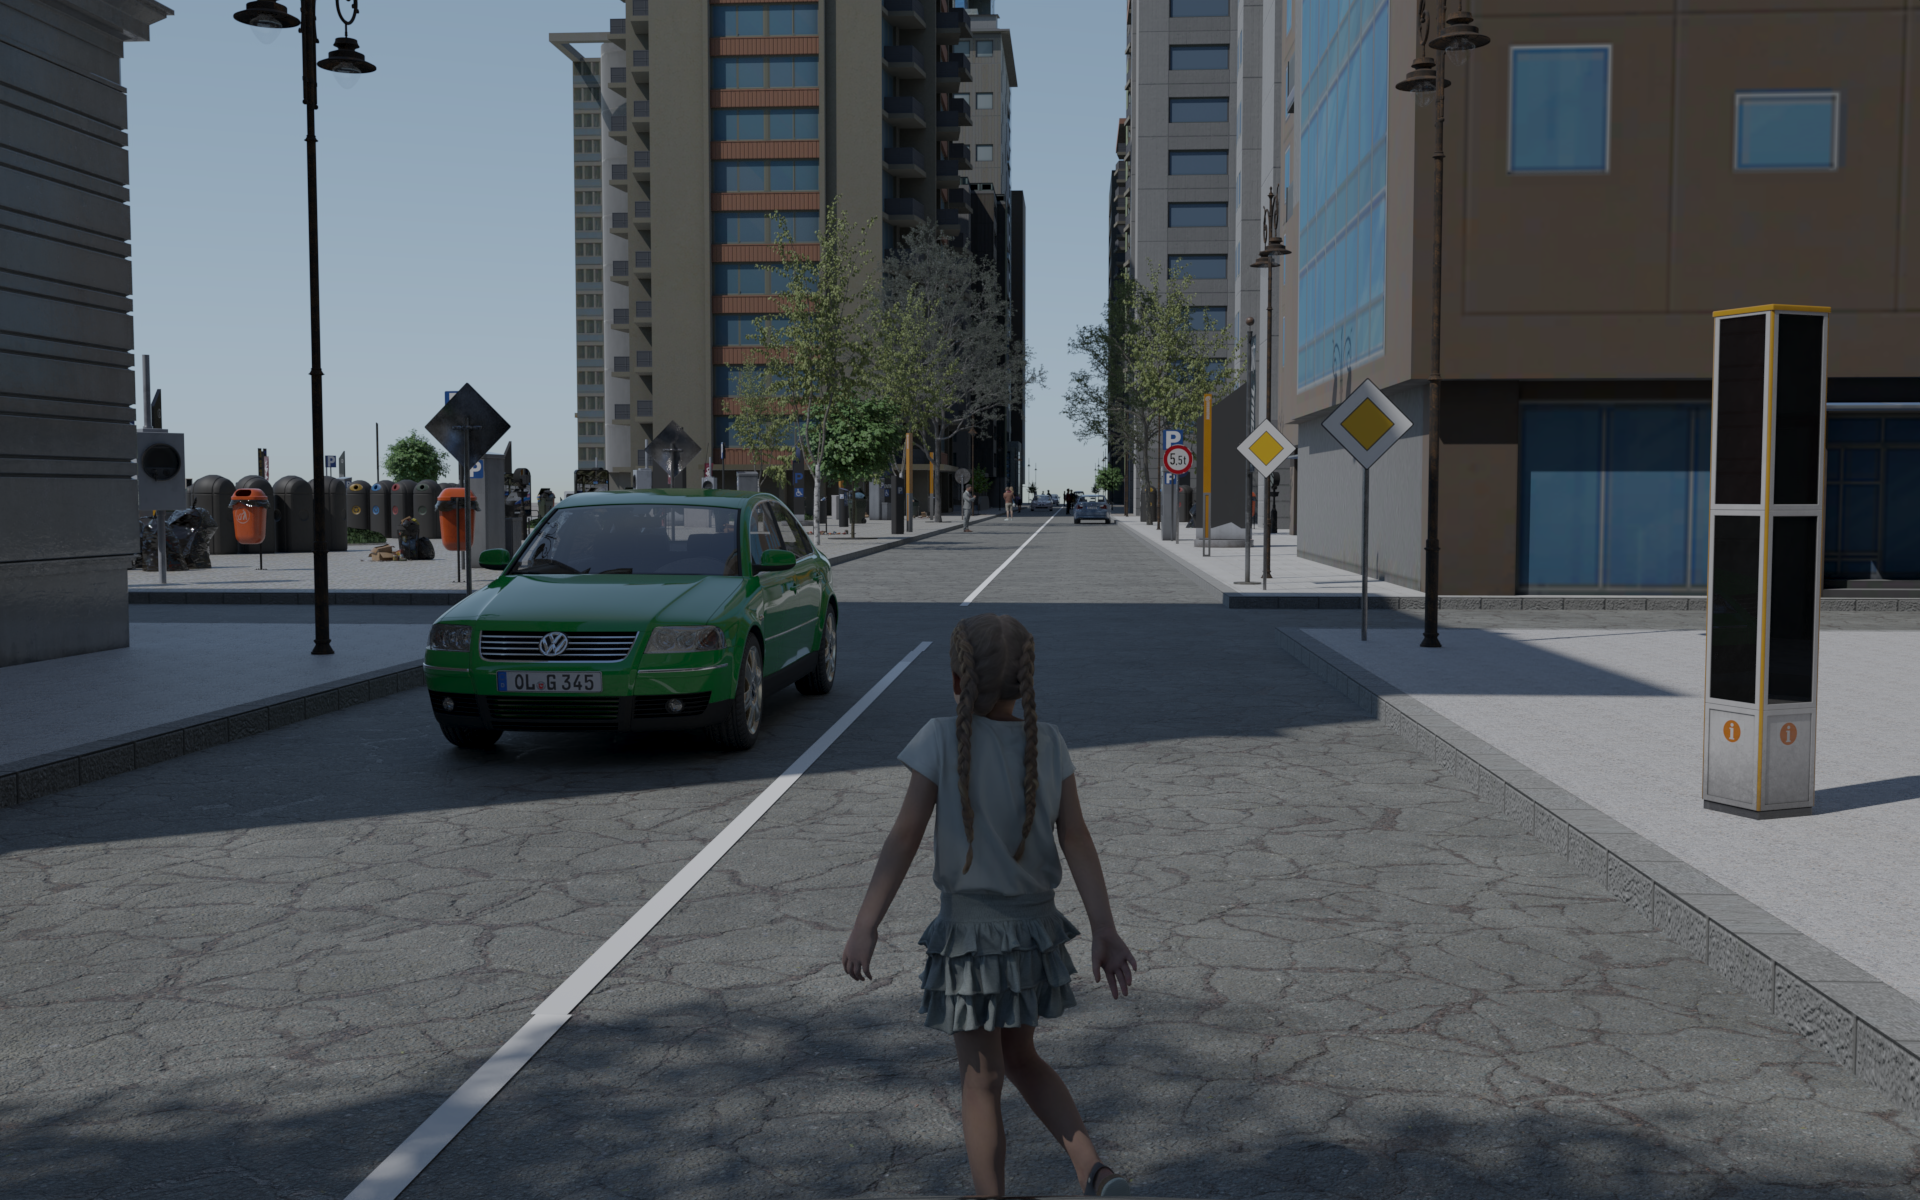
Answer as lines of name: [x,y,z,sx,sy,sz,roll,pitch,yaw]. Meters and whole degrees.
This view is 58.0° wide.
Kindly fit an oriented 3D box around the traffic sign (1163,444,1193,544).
traffic sign: [5.590,-2.713,44.467,0.768,2.556,0.104,0,4,5]

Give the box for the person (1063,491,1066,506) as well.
person: [12.589,-12.207,208.108,0.705,1.821,1.348,1,4,13]

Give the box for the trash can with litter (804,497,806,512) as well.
trash can with litter: [-8.759,-5.025,93.548,0.624,1.170,1.055,-3,4,-37]

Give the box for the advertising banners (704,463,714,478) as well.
advertising banners: [-14.859,-6.191,97.413,2.074,3.025,0.090,0,4,7]

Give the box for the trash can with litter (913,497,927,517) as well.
trash can with litter: [-2.267,-5.160,95.754,1.055,1.170,0.624,0,4,0]

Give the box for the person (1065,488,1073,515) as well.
person: [7.509,-6.803,119.699,0.705,1.831,1.348,2,4,25]

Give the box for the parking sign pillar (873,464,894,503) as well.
parking sign pillar: [-3.846,-6.027,87.014,1.447,3.967,1.447,3,4,36]

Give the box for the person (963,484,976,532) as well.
person: [0.359,-3.473,65.463,0.466,1.800,0.511,0,4,8]

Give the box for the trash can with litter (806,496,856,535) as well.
trash can with litter: [-4.054,-2.676,54.803,2.233,1.210,1.678,-3,5,-43]

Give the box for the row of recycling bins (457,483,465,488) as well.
row of recycling bins: [-18.410,-3.451,63.536,1.069,1.692,3.534,0,4,7]

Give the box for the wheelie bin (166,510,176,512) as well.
wheelie bin: [-22.233,-2.487,48.566,0.693,1.594,0.980,0,4,-3]

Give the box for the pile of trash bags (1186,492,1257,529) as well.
pile of trash bags: [9.913,-3.339,64.338,1.912,1.369,3.447,-2,4,-26]

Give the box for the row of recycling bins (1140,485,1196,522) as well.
row of recycling bins: [9.778,-4.383,78.779,3.534,1.692,1.069,3,4,36]

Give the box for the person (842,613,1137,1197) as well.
person: [0.051,0.633,3.161,0.505,1.210,0.382,-2,4,-24]

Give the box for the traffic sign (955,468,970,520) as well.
traffic sign: [0.126,-5.232,85.648,0.768,2.556,0.104,0,4,5]

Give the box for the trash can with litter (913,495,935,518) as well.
trash can with litter: [-1.851,-4.922,91.526,2.233,1.210,1.678,-2,4,-25]

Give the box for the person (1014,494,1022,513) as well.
person: [4.462,-7.437,133.320,0.697,1.427,0.421,2,4,26]

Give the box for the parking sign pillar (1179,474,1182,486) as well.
parking sign pillar: [12.302,-6.656,97.292,1.447,3.967,1.447,-2,4,-30]

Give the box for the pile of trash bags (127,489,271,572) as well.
pile of trash bags: [-13.244,-1.201,29.386,3.447,1.369,1.912,1,4,14]

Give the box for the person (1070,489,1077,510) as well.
person: [10.280,-9.298,160.153,1.348,1.869,0.705,3,4,36]

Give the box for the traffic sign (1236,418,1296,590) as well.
traffic sign: [4.065,-1.188,23.063,0.795,2.450,0.064,0,4,4]

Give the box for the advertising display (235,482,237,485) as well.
advertising display: [-38.446,-5.380,93.175,0.974,1.923,0.123,-3,5,-39]

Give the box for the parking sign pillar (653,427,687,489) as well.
parking sign pillar: [-11.731,-4.984,69.954,1.447,3.967,1.447,1,4,14]

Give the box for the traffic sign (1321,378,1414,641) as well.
traffic sign: [3.533,-0.701,15.096,0.795,2.450,0.064,0,4,4]

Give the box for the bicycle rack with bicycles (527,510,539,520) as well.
bicycle rack with bicycles: [-19.053,-3.602,72.270,2.852,0.926,2.925,1,4,22]

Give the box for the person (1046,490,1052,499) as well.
person: [8.822,-10.100,173.262,0.705,1.869,1.348,3,5,43]

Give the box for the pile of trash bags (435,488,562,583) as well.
pile of trash bags: [-6.001,-0.979,25.755,3.447,1.369,1.912,-1,4,-17]

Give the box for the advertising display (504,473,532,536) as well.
advertising display: [-13.623,-2.936,53.217,0.123,1.923,0.974,3,5,45]

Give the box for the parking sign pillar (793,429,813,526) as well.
parking sign pillar: [-6.476,-4.967,69.683,1.447,3.967,1.447,0,4,-5]

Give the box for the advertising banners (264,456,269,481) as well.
advertising banners: [-32.490,-5.152,80.421,0.090,3.025,2.074,-3,5,-44]

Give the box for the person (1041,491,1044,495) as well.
person: [9.693,-11.815,201.756,0.705,1.814,1.350,-1,4,-23]

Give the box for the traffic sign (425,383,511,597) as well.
traffic sign: [-4.442,-0.734,15.647,0.795,2.450,0.064,0,4,4]

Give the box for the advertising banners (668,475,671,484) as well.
advertising banners: [-8.111,-3.126,47.297,0.090,3.025,2.074,-2,4,-24]

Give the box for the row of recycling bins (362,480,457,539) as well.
row of recycling bins: [-16.399,-2.638,50.246,3.534,1.692,1.069,2,4,28]

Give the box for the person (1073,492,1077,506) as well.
person: [13.272,-11.812,202.349,1.217,1.736,0.721,-3,4,-38]

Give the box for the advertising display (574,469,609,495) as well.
advertising display: [-9.663,-2.462,45.473,0.974,1.923,0.123,-3,5,-41]

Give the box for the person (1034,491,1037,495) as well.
person: [8.519,-11.354,194.812,0.551,1.740,0.621,2,4,25]

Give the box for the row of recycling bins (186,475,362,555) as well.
row of recycling bins: [-15.000,-1.880,37.844,1.069,1.692,3.534,3,4,36]

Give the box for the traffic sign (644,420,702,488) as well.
traffic sign: [-3.910,-1.221,23.614,0.795,2.450,0.064,0,4,4]

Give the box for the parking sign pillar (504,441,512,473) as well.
parking sign pillar: [-22.981,-6.052,87.414,1.447,3.967,1.447,0,4,1]

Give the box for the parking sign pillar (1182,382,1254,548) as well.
parking sign pillar: [6.391,-3.264,41.842,1.447,3.967,1.447,2,4,31]

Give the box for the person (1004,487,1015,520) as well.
person: [2.714,-5.245,94.236,0.573,1.828,0.580,3,4,38]
